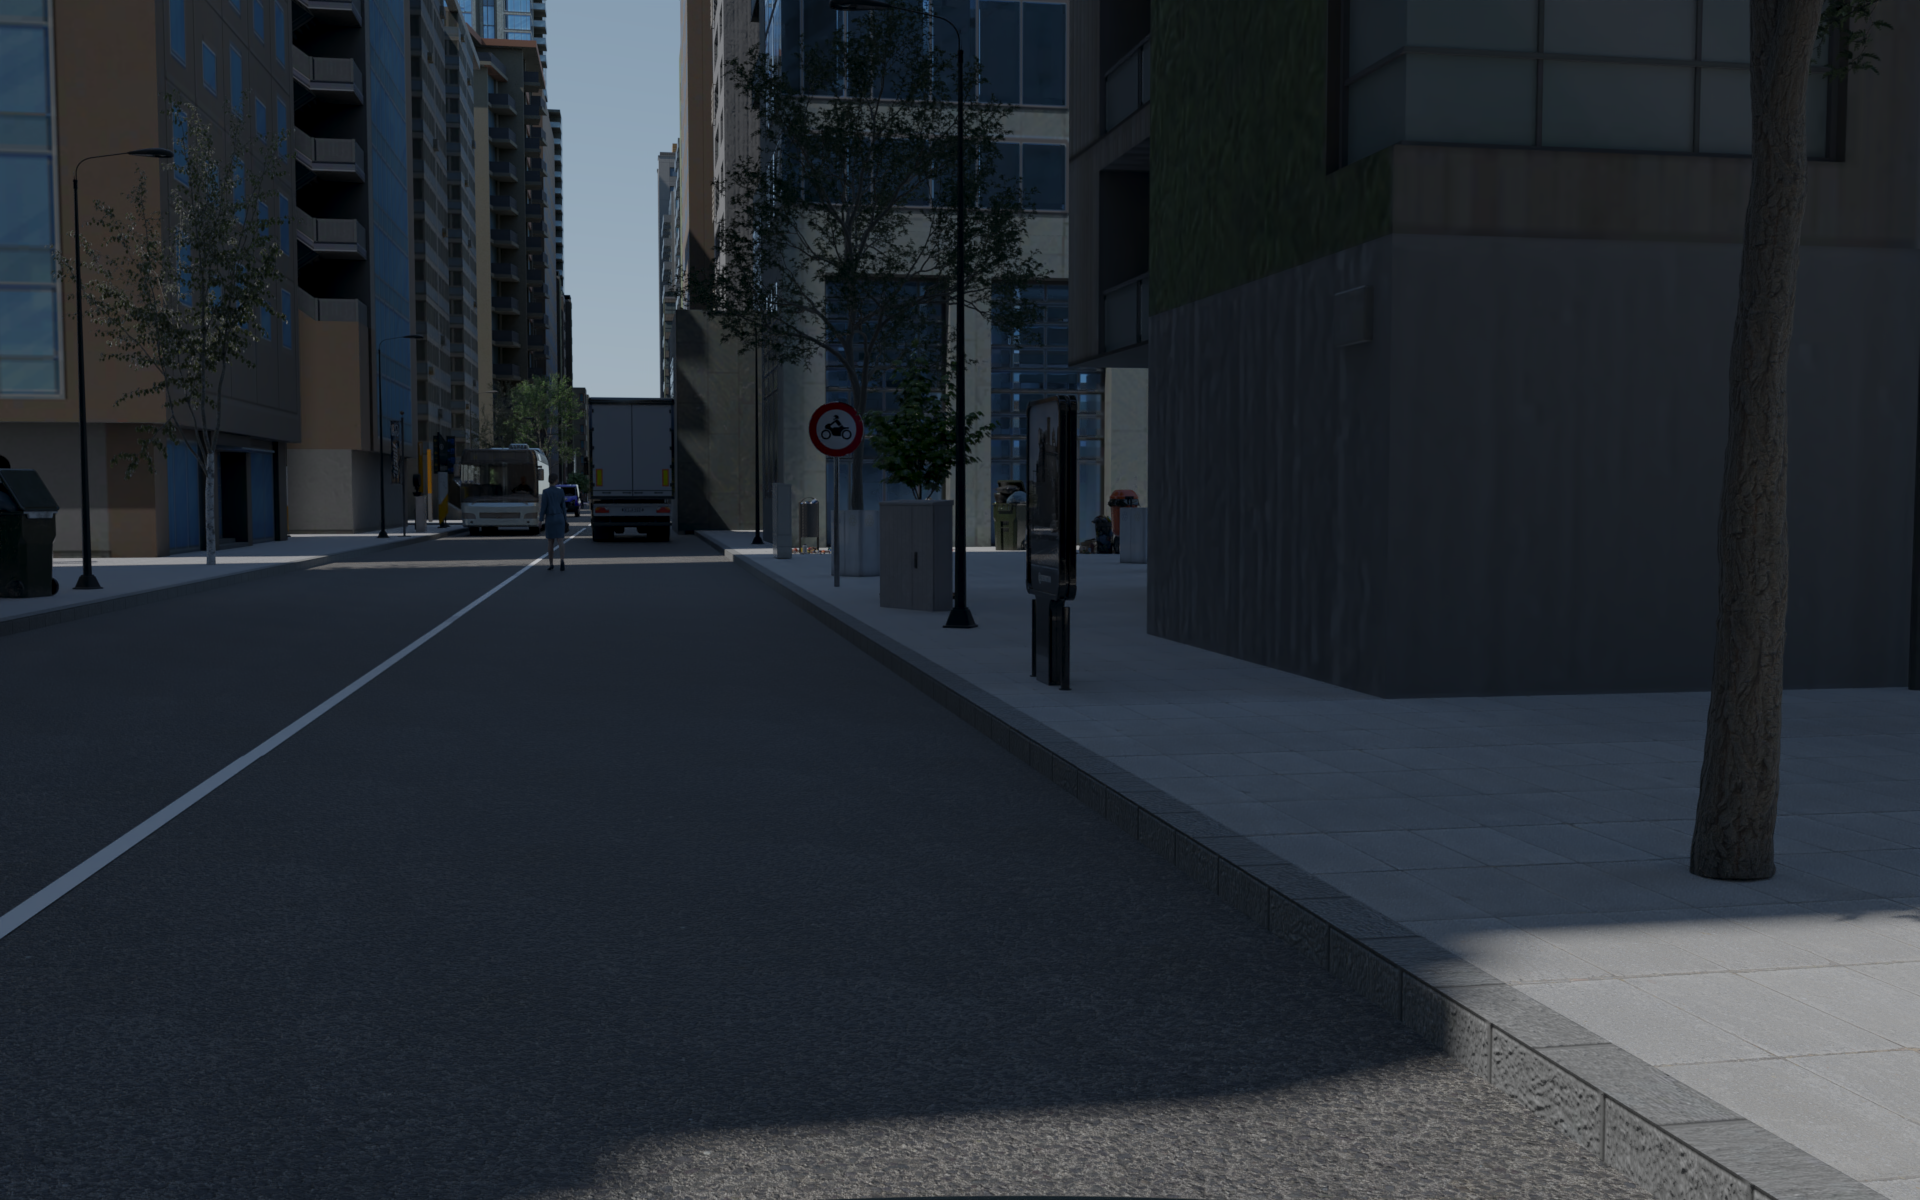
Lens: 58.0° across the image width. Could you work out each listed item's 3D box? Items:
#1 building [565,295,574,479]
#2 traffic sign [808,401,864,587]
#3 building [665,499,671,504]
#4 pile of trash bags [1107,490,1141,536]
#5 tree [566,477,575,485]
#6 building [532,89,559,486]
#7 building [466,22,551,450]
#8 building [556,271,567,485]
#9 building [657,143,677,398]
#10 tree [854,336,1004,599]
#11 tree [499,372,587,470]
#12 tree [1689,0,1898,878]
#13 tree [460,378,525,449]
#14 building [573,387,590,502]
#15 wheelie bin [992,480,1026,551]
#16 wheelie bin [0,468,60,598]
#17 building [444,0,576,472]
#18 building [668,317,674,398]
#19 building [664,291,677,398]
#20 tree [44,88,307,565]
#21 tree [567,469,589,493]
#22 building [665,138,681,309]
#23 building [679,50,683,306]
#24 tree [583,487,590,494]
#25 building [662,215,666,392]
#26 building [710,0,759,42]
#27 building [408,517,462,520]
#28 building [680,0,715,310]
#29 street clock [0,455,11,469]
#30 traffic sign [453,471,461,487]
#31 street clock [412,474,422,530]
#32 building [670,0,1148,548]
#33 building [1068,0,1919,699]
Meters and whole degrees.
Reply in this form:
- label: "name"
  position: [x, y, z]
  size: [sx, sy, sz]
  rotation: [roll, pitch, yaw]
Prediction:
- label: "building"
  position: [-61.084, -28.663, 240.337]
  size: [14.160, 30.474, 14.107]
  rotation: [-1, 4, -11]
- label: "traffic sign"
  position: [-1.703, -1.455, 23.903]
  size: [0.768, 2.556, 0.104]
  rotation: [0, 4, -3]
- label: "building"
  position: [-7.984, -27.466, 140.946]
  size: [32.217, 40.220, 23.993]
  rotation: [-1, 4, -11]
- label: "pile of trash bags"
  position: [4.495, -1.525, 34.693]
  size: [3.447, 1.369, 1.912]
  rotation: [-2, 4, -27]
- label: "tree"
  position: [-44.795, -12.518, 199.274]
  size: [1.663, 3.219, 1.824]
  rotation: [0, 3, 0]
- label: "building"
  position: [-51.105, -32.729, 185.229]
  size: [14.600, 45.320, 14.200]
  rotation: [-1, 4, -11]
- label: "building"
  position: [-50.466, -31.124, 163.498]
  size: [22.147, 44.769, 28.867]
  rotation: [-1, 4, -11]
- label: "building"
  position: [-56.646, -27.065, 214.209]
  size: [14.160, 30.474, 14.107]
  rotation: [-1, 4, -11]
- label: "building"
  position: [-41.124, -46.239, 298.005]
  size: [21.231, 58.520, 28.212]
  rotation: [-1, 4, -11]
- label: "tree"
  position: [-0.569, -1.640, 21.417]
  size: [1.663, 3.219, 1.824]
  rotation: [0, 3, 0]
- label: "tree"
  position: [-35.618, -13.549, 147.273]
  size: [9.928, 11.665, 9.643]
  rotation: [0, 3, 0]
- label: "tree"
  position: [2.956, -4.351, 5.543]
  size: [7.601, 10.594, 8.767]
  rotation: [0, 4, -5]
- label: "tree"
  position: [-29.210, -9.731, 109.464]
  size: [4.360, 8.622, 3.978]
  rotation: [0, 3, 0]
- label: "building"
  position: [-76.774, -27.328, 291.848]
  size: [27.650, 21.520, 28.899]
  rotation: [-1, 4, -11]
- label: "wheelie bin"
  position: [1.165, -1.929, 39.454]
  size: [0.980, 1.594, 0.693]
  rotation: [2, 4, 28]
- label: "wheelie bin"
  position: [-11.717, -0.833, 21.522]
  size: [0.693, 1.594, 0.980]
  rotation: [1, 4, 12]
- label: "building"
  position: [-69.547, -57.982, 260.681]
  size: [22.319, 86.520, 31.000]
  rotation: [-1, 4, -11]
- label: "building"
  position: [-16.915, -20.828, 185.584]
  size: [27.650, 21.520, 28.899]
  rotation: [-1, 4, -11]
- label: "building"
  position: [-35.144, -29.105, 247.564]
  size: [14.160, 30.474, 14.107]
  rotation: [-1, 4, -11]
- label: "tree"
  position: [-13.776, -4.948, 31.269]
  size: [4.360, 8.622, 3.978]
  rotation: [0, 3, 0]
- label: "tree"
  position: [-49.820, -14.817, 225.968]
  size: [4.285, 4.588, 4.351]
  rotation: [0, 3, 0]
- label: "building"
  position: [-23.627, -36.348, 213.899]
  size: [23.786, 49.044, 30.456]
  rotation: [-1, 4, -11]
- label: "building"
  position: [-19.106, -29.290, 162.486]
  size: [14.154, 41.232, 14.086]
  rotation: [-1, 4, -11]
- label: "tree"
  position: [-57.226, -16.535, 264.943]
  size: [1.663, 3.219, 1.824]
  rotation: [0, 3, 0]
- label: "building"
  position: [-34.869, -39.759, 269.675]
  size: [23.786, 49.044, 30.456]
  rotation: [-1, 4, -11]
- label: "building"
  position: [-5.297, -24.746, 88.190]
  size: [14.086, 41.232, 14.154]
  rotation: [-1, 4, -11]
- label: "building"
  position: [-39.855, -24.308, 89.313]
  size: [32.217, 40.220, 23.993]
  rotation: [-1, 4, -11]
- label: "building"
  position: [-10.363, -28.074, 109.117]
  size: [14.600, 45.320, 14.200]
  rotation: [-1, 4, -11]
- label: "street clock"
  position: [-17.477, -1.641, 31.408]
  size: [0.471, 2.002, 0.358]
  rotation: [-3, 5, -41]
- label: "traffic sign"
  position: [-20.154, -4.071, 70.202]
  size: [0.795, 2.450, 0.064]
  rotation: [-1, 4, -11]
- label: "street clock"
  position: [-19.507, -3.528, 62.247]
  size: [0.358, 2.002, 0.471]
  rotation: [0, 4, -8]
- label: "building"
  position: [1.985, -45.421, 55.303]
  size: [22.319, 86.520, 31.000]
  rotation: [-1, 4, -11]
- label: "building"
  position: [8.297, -20.427, 17.579]
  size: [14.154, 41.232, 14.086]
  rotation: [-1, 4, -11]
